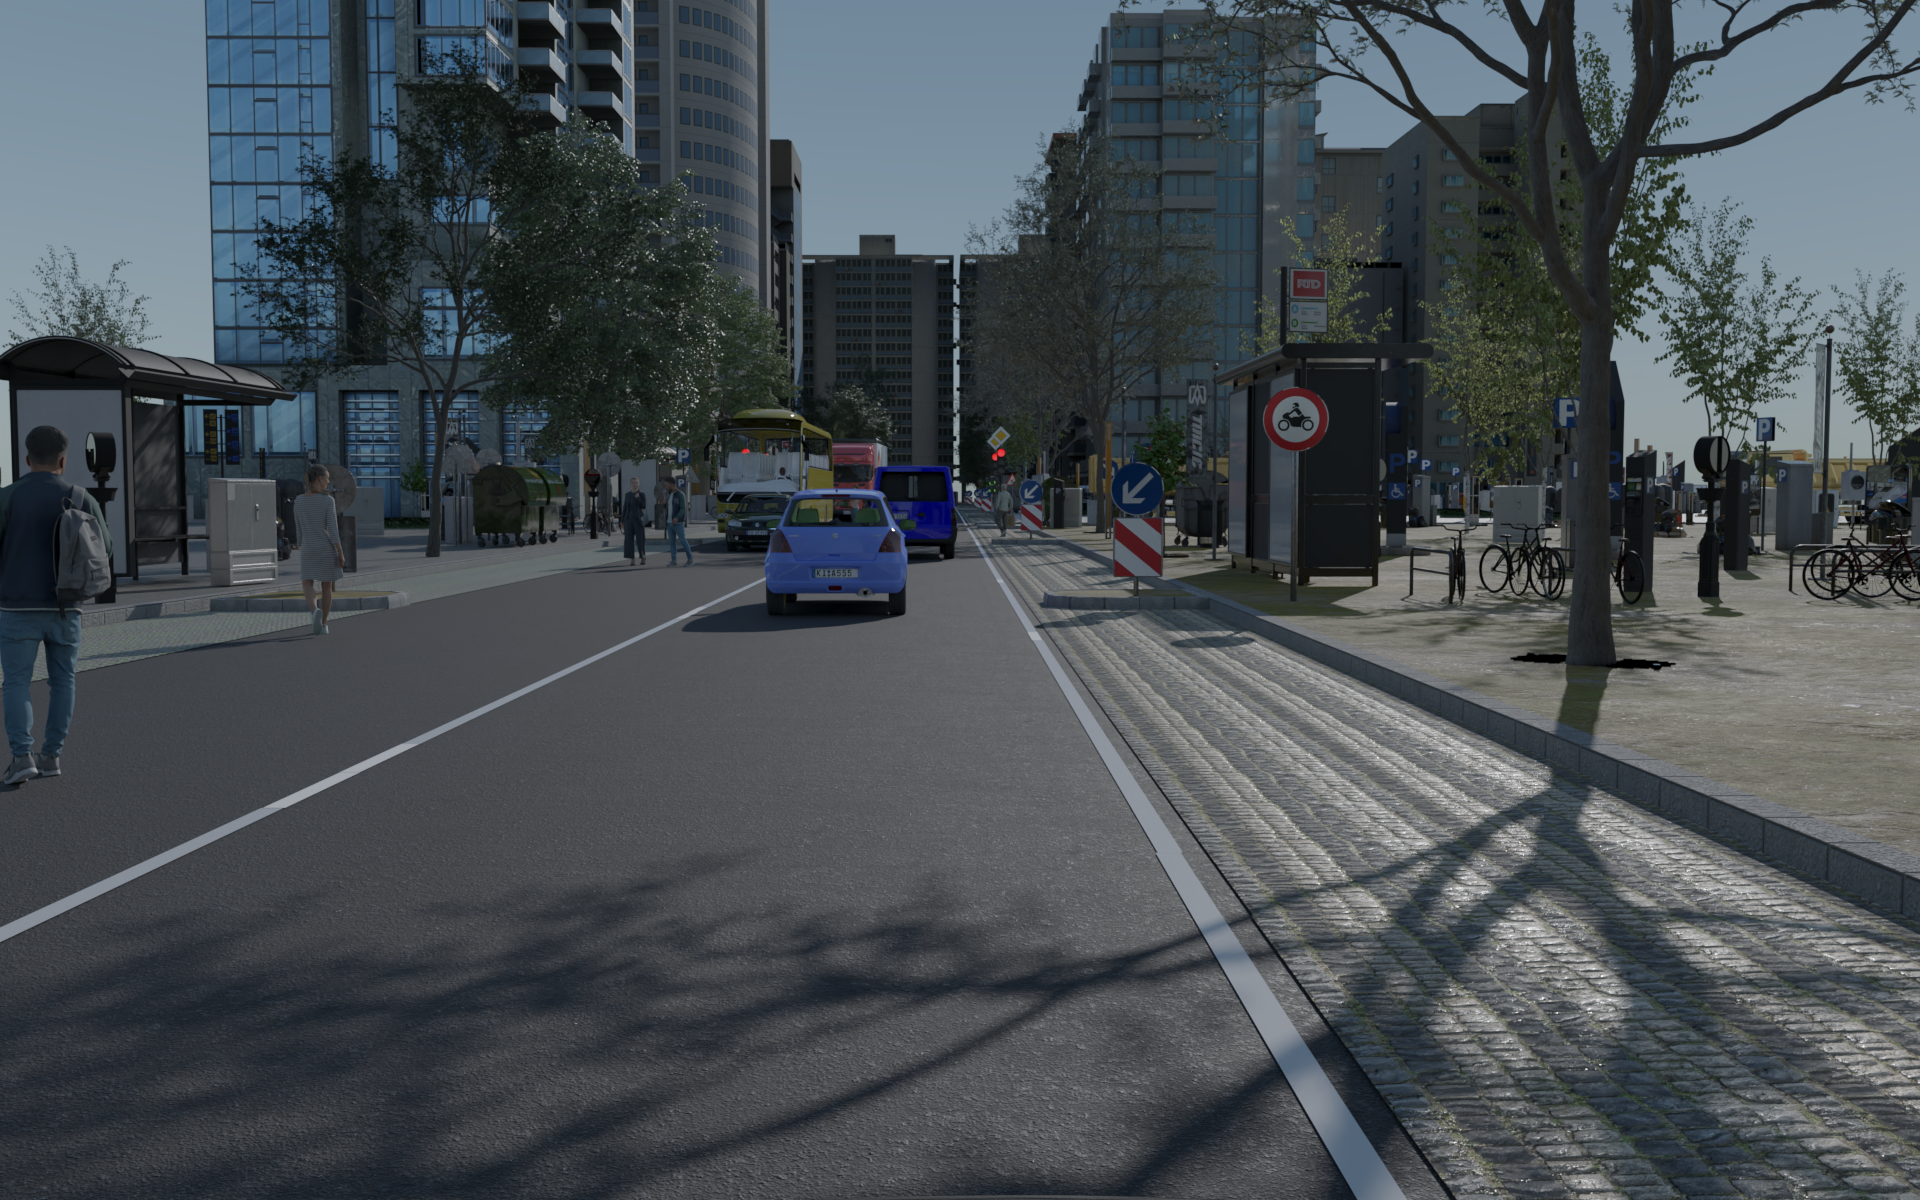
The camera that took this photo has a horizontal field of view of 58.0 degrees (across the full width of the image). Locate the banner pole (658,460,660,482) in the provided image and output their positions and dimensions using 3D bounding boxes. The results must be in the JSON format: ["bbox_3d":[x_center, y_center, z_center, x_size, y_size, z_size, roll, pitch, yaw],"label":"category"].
[{"bbox_3d":[-14.621,-5.638,82.199,0.863,3.779,0.401,-1,4,-21],"label":"banner pole"}]

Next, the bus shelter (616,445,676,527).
[{"bbox_3d":[-12.422,-4.601,69.153,2.014,3.302,5.546,0,4,0],"label":"bus shelter"}]

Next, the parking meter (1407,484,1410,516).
[{"bbox_3d":[28.523,-6.416,110.609,0.399,1.863,0.255,-1,4,-15],"label":"parking meter"}]

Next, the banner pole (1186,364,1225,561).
[{"bbox_3d":[4.698,-2.647,33.296,0.863,3.779,0.401,-1,4,-20],"label":"banner pole"}]

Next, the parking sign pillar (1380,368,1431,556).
[{"bbox_3d":[9.225,-2.940,36.539,1.447,3.967,1.447,1,4,14],"label":"parking sign pillar"}]

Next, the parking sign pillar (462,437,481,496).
[{"bbox_3d":[-22.771,-5.676,81.275,1.447,3.967,1.447,2,4,30],"label":"parking sign pillar"}]

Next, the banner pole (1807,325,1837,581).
[{"bbox_3d":[12.708,-2.173,25.549,0.401,3.779,0.863,3,5,42],"label":"banner pole"}]

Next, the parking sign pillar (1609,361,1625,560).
[{"bbox_3d":[12.889,-2.813,34.468,1.447,3.967,1.447,1,4,13],"label":"parking sign pillar"}]

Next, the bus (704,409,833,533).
[{"bbox_3d":[-5.617,-3.803,53.730,2.896,3.916,12.252,0,4,0],"label":"bus"}]

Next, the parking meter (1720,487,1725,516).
[{"bbox_3d":[28.281,-3.400,63.998,0.372,1.533,0.369,0,3,0],"label":"parking meter"}]

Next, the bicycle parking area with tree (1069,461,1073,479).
[{"bbox_3d":[12.165,-9.987,150.286,8.231,4.147,9.016,1,4,19],"label":"bicycle parking area with tree"}]

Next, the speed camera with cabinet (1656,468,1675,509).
[{"bbox_3d":[35.088,-5.614,86.118,0.660,3.252,2.038,2,4,32],"label":"speed camera with cabinet"}]

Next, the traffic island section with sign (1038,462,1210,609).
[{"bbox_3d":[2.092,-0.836,22.296,1.989,1.847,2.006,0,4,0],"label":"traffic island section with sign"}]

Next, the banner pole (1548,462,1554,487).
[{"bbox_3d":[46.461,-8.949,136.336,0.401,3.779,0.863,-1,4,-15],"label":"banner pole"}]

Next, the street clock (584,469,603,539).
[{"bbox_3d":[-10.433,-2.738,49.335,0.471,2.002,0.358,0,4,4],"label":"street clock"}]

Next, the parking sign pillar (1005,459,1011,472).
[{"bbox_3d":[3.700,-8.838,132.976,1.447,3.967,1.447,0,4,2],"label":"parking sign pillar"}]

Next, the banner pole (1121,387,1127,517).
[{"bbox_3d":[3.839,-3.088,40.503,0.401,3.779,0.863,0,4,-1],"label":"banner pole"}]

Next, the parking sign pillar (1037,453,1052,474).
[{"bbox_3d":[5.213,-7.224,106.577,1.447,3.967,1.447,-1,4,-20],"label":"parking sign pillar"}]

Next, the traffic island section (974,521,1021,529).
[{"bbox_3d":[1.654,-3.513,79.720,2.009,0.180,2.903,0,4,0],"label":"traffic island section"}]

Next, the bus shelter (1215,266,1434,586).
[{"bbox_3d":[5.491,-3.100,28.319,2.179,5.291,8.768,0,4,0],"label":"bus shelter"}]

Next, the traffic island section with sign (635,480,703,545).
[{"bbox_3d":[-8.335,-2.463,48.891,1.989,1.847,2.006,0,4,0],"label":"traffic island section with sign"}]

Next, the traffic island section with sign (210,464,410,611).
[{"bbox_3d":[-8.113,-0.814,21.936,1.989,1.847,2.006,0,4,0],"label":"traffic island section with sign"}]

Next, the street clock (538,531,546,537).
[{"bbox_3d":[-12.417,-2.864,51.398,0.358,2.002,0.471,-1,4,-23],"label":"street clock"}]

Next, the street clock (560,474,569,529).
[{"bbox_3d":[-14.593,-3.627,63.877,0.358,2.002,0.471,-2,4,-30],"label":"street clock"}]

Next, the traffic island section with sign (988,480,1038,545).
[{"bbox_3d":[1.895,-2.500,49.508,1.989,1.847,2.006,0,4,0],"label":"traffic island section with sign"}]

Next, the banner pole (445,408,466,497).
[{"bbox_3d":[-14.567,-3.683,50.229,0.863,3.779,0.401,-3,5,-43],"label":"banner pole"}]

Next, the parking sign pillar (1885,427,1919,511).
[{"bbox_3d":[36.028,-4.745,66.046,1.447,3.967,1.447,1,4,8],"label":"parking sign pillar"}]

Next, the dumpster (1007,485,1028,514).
[{"bbox_3d":[3.675,-6.474,111.614,1.264,1.857,1.865,0,4,0],"label":"dumpster"}]

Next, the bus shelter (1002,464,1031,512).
[{"bbox_3d":[3.724,-7.622,118.535,2.014,3.302,5.546,0,4,0],"label":"bus shelter"}]

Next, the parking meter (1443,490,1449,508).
[{"bbox_3d":[32.842,-6.643,117.016,0.372,1.533,0.369,0,3,0],"label":"parking meter"}]

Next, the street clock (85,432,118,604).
[{"bbox_3d":[-10.056,-0.963,20.316,0.358,2.002,0.471,-3,5,-40],"label":"street clock"}]

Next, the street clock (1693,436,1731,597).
[{"bbox_3d":[9.361,-1.042,21.604,0.471,2.002,0.358,-3,4,-36],"label":"street clock"}]

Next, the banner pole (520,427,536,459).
[{"bbox_3d":[-16.193,-4.566,64.669,0.863,3.779,0.401,1,4,11],"label":"banner pole"}]

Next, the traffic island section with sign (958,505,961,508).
[{"bbox_3d":[0.878,-10.616,182.205,1.989,1.847,2.006,0,4,0],"label":"traffic island section with sign"}]

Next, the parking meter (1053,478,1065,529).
[{"bbox_3d":[3.701,-3.598,64.544,0.399,1.863,0.255,1,4,19],"label":"parking meter"}]

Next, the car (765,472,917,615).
[{"bbox_3d":[-1.510,-0.750,21.861,1.945,1.707,3.694,0,4,-2],"label":"car"}]

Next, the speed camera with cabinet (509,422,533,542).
[{"bbox_3d":[-11.841,-3.219,46.965,0.660,3.252,2.038,-1,4,-9],"label":"speed camera with cabinet"}]

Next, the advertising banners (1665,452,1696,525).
[{"bbox_3d":[30.089,-4.663,72.423,2.074,3.025,0.090,-2,4,-32],"label":"advertising banners"}]

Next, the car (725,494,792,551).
[{"bbox_3d":[-4.973,-2.134,44.673,2.009,1.686,4.222,0,4,1],"label":"car"}]

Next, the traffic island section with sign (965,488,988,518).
[{"bbox_3d":[1.466,-5.871,104.625,1.989,1.847,2.006,0,4,0],"label":"traffic island section with sign"}]

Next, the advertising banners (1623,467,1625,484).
[{"bbox_3d":[43.336,-7.053,111.498,2.074,3.025,0.090,1,4,14],"label":"advertising banners"}]

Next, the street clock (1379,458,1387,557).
[{"bbox_3d":[8.412,-1.867,35.093,0.471,2.002,0.358,-3,5,-42],"label":"street clock"}]

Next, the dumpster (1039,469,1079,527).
[{"bbox_3d":[3.822,-3.980,67.573,1.502,2.255,1.985,0,4,0],"label":"dumpster"}]

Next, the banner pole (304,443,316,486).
[{"bbox_3d":[-31.788,-5.789,84.670,0.401,3.779,0.863,2,4,34],"label":"banner pole"}]

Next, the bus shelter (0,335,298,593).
[{"bbox_3d":[-11.530,-1.894,24.886,2.014,3.302,5.546,0,4,0],"label":"bus shelter"}]

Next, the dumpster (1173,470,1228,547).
[{"bbox_3d":[5.997,-2.271,42.894,1.264,1.857,1.865,0,4,0],"label":"dumpster"}]

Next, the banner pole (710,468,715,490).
[{"bbox_3d":[-19.238,-8.905,135.610,0.863,3.779,0.401,1,4,18],"label":"banner pole"}]

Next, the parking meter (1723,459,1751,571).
[{"bbox_3d":[13.094,-1.435,29.178,0.399,1.863,0.255,-3,4,-36],"label":"parking meter"}]

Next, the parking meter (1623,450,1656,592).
[{"bbox_3d":[8.924,-1.042,22.755,0.399,1.863,0.255,-3,5,-43],"label":"parking meter"}]

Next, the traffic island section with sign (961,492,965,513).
[{"bbox_3d":[1.262,-7.560,132.238,1.989,1.847,2.006,0,4,0],"label":"traffic island section with sign"}]
